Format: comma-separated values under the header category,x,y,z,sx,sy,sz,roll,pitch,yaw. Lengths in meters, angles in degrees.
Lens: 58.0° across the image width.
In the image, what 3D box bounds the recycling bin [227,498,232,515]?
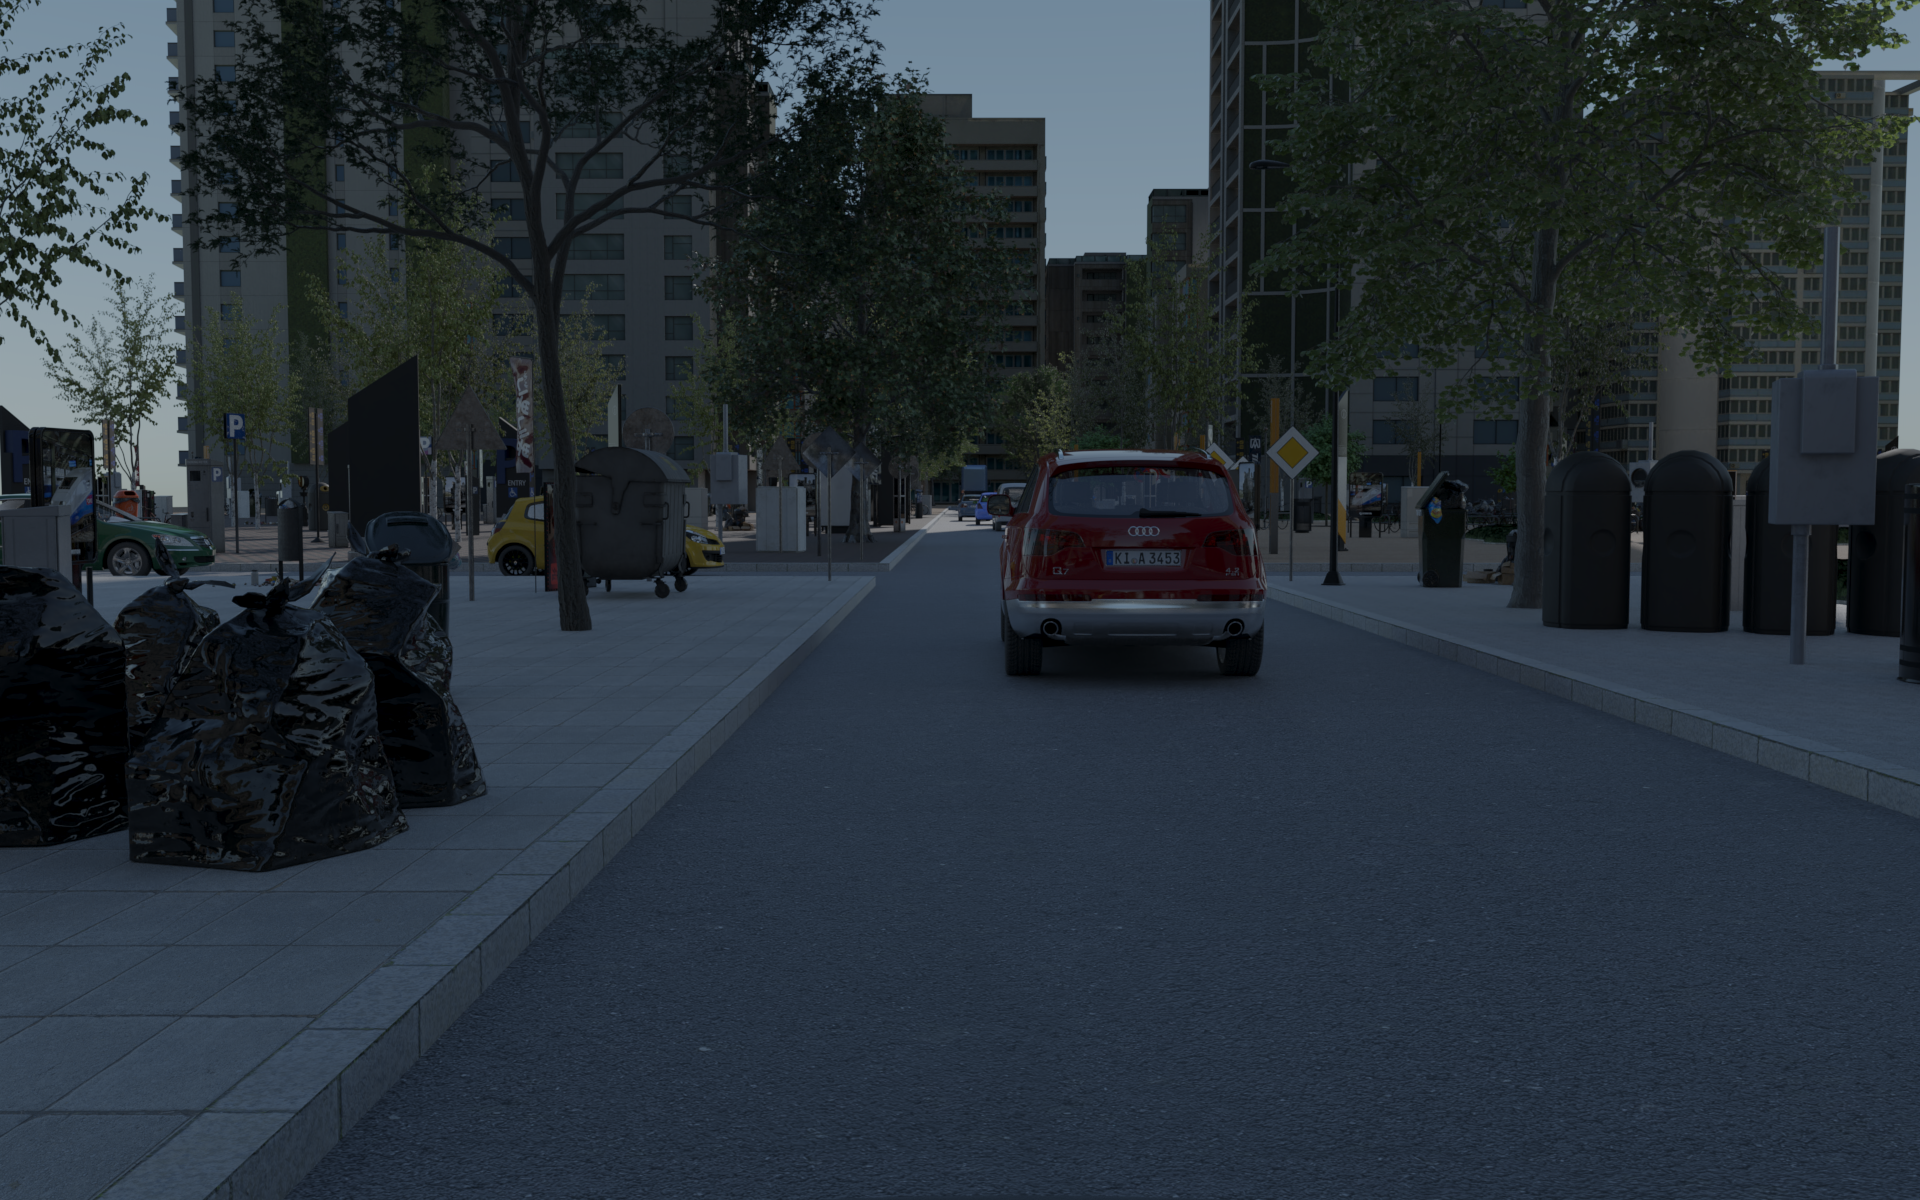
category,x,y,z,sx,sy,sz,roll,pitch,yaw
recycling bin,-44.449,-5.730,106.236,0.722,1.027,0.722,1,4,17

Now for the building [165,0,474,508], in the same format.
category,x,y,z,sx,sy,sz,roll,pitch,yaw
building,-57.240,-37.947,162.435,28.212,58.520,21.231,0,4,0

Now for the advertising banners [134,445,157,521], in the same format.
category,x,y,z,sx,sy,sz,roll,pitch,yaw
advertising banners,-29.666,-4.088,63.020,0.090,3.025,2.074,0,4,-7

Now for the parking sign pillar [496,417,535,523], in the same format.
category,x,y,z,sx,sy,sz,roll,pitch,yaw
parking sign pillar,-15.527,-4.404,60.477,1.447,3.967,1.447,1,4,15

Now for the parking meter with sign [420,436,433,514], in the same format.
category,x,y,z,sx,sy,sz,roll,pitch,yaw
parking meter with sign,-16.548,-3.396,51.793,0.543,3.016,1.738,2,4,26

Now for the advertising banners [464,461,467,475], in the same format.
category,x,y,z,sx,sy,sz,roll,pitch,yaw
advertising banners,-25.705,-5.815,91.265,0.090,3.025,2.074,-3,4,-36

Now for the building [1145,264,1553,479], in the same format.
category,x,y,z,sx,sy,sz,roll,pitch,yaw
building,30.798,-18.316,144.503,27.650,21.520,28.899,0,4,0

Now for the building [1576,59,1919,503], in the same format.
category,x,y,z,sx,sy,sz,roll,pitch,yaw
building,68.799,-28.477,157.480,23.993,40.220,32.217,0,4,0

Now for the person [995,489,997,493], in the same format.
category,x,y,z,sx,sy,sz,roll,pitch,yaw
person,2.395,-6.896,121.697,0.683,1.767,0.568,-2,4,-28

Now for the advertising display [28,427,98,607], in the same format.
category,x,y,z,sx,sy,sz,roll,pitch,yaw
advertising display,-8.793,-0.722,17.018,0.123,1.923,0.974,0,4,2

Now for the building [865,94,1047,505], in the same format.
category,x,y,z,sx,sy,sz,roll,pitch,yaw
building,-0.533,-36.066,213.374,21.600,48.544,21.300,0,4,0

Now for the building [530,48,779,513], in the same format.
category,x,y,z,sx,sy,sz,roll,pitch,yaw
building,-19.921,-21.061,116.043,14.160,30.474,14.107,0,4,0

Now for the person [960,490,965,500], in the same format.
category,x,y,z,sx,sy,sz,roll,pitch,yaw
person,0.170,-7.703,134.993,0.434,1.755,0.990,1,4,16

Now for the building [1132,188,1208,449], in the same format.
category,x,y,z,sx,sy,sz,roll,pitch,yaw
building,24.640,-24.120,166.057,14.160,30.474,14.107,0,4,0

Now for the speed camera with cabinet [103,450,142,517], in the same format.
category,x,y,z,sx,sy,sz,roll,pitch,yaw
speed camera with cabinet,-35.360,-4.811,72.996,0.660,3.252,2.038,0,4,7

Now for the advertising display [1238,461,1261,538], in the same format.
category,x,y,z,sx,sy,sz,roll,pitch,yaw
advertising display,5.755,-1.792,34.514,0.123,1.923,0.974,-1,4,-11

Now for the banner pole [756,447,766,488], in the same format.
category,x,y,z,sx,sy,sz,roll,pitch,yaw
banner pole,-9.353,-5.620,81.901,0.401,3.779,0.863,2,4,33

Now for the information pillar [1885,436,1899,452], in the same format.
category,x,y,z,sx,sy,sz,roll,pitch,yaw
information pillar,37.178,-4.758,69.153,0.504,3.616,0.183,2,4,27

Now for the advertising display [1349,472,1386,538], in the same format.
category,x,y,z,sx,sy,sz,roll,pitch,yaw
advertising display,11.932,-2.796,50.930,0.974,1.923,0.123,2,4,23

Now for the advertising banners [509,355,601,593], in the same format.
category,x,y,z,sx,sy,sz,roll,pitch,yaw
advertising banners,-5.341,-1.633,22.891,0.090,3.025,2.074,1,4,20

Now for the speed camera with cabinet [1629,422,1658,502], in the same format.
category,x,y,z,sx,sy,sz,roll,pitch,yaw
speed camera with cabinet,18.494,-3.296,48.220,0.660,3.252,2.038,-2,4,-31

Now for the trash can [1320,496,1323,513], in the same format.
category,x,y,z,sx,sy,sz,roll,pitch,yaw
trash can,21.708,-5.738,105.471,0.748,1.137,0.748,0,3,0

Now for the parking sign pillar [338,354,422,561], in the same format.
category,x,y,z,sx,sy,sz,roll,pitch,yaw
parking sign pillar,-11.091,-2.748,33.407,1.447,3.967,1.447,-1,4,-15

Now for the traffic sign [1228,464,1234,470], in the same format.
category,x,y,z,sx,sy,sz,roll,pitch,yaw
traffic sign,8.905,-3.410,57.878,0.606,2.300,0.079,0,4,5

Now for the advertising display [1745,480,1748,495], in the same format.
category,x,y,z,sx,sy,sz,roll,pitch,yaw
advertising display,36.807,-4.574,79.996,0.974,1.923,0.123,2,4,30

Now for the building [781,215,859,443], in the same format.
category,x,y,z,sx,sy,sz,roll,pitch,yaw
building,-23.318,-32.233,218.894,23.993,40.220,32.217,0,4,0

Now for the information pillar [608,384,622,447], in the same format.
category,x,y,z,sx,sy,sz,roll,pitch,yaw
information pillar,-7.372,-2.797,37.089,0.183,3.616,0.504,-3,4,-38

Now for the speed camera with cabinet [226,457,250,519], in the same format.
category,x,y,z,sx,sy,sz,roll,pitch,yaw
speed camera with cabinet,-38.211,-5.952,91.658,0.660,3.252,2.038,-3,4,-39

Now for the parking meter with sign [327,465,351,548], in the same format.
category,x,y,z,sx,sy,sz,roll,pitch,yaw
parking meter with sign,-14.442,-2.797,41.999,0.543,3.016,1.738,3,5,42

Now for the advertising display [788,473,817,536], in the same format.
category,x,y,z,sx,sy,sz,roll,pitch,yaw
advertising display,-4.781,-2.907,52.739,0.974,1.923,0.123,2,4,24

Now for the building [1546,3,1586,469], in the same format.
category,x,y,z,sx,sy,sz,roll,pitch,yaw
building,46.014,-32.923,161.996,21.600,48.544,21.300,0,4,0

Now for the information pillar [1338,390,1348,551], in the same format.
category,x,y,z,sx,sy,sz,roll,pitch,yaw
information pillar,8.484,-2.895,38.694,0.183,3.616,0.504,3,5,45

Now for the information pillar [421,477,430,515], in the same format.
category,x,y,z,sx,sy,sz,roll,pitch,yaw
information pillar,-22.945,-4.278,74.432,0.304,2.012,0.304,-2,4,-30

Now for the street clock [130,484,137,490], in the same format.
category,x,y,z,sx,sy,sz,roll,pitch,yaw
street clock,-49.004,-6.005,102.750,0.358,2.002,0.471,-3,5,-42

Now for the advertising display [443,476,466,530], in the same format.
category,x,y,z,sx,sy,sz,roll,pitch,yaw
advertising display,-18.131,-3.495,62.361,0.974,1.923,0.123,-3,5,-43

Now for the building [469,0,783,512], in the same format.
category,x,y,z,sx,sy,sz,roll,pitch,yaw
building,-24.371,-42.440,132.138,20.563,71.187,20.611,0,4,0

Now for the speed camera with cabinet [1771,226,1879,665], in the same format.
category,x,y,z,sx,sy,sz,roll,pitch,yaw
speed camera with cabinet,7.171,-1.134,12.877,2.038,3.252,0.660,1,4,19

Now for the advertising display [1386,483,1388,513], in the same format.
category,x,y,z,sx,sy,sz,roll,pitch,yaw
advertising display,24.168,-5.745,99.152,0.123,1.923,0.974,-1,4,-19

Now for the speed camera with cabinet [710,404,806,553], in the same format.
category,x,y,z,sx,sy,sz,roll,pitch,yaw
speed camera with cabinet,-4.455,-2.686,38.259,2.038,3.252,0.660,1,4,14

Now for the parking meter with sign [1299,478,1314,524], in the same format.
category,x,y,z,sx,sy,sz,roll,pitch,yaw
parking meter with sign,15.116,-4.847,75.508,0.543,3.016,1.738,0,4,-7

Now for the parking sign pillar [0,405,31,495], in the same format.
category,x,y,z,sx,sy,sz,roll,pitch,yaw
parking sign pillar,-28.729,-3.955,53.130,1.447,3.967,1.447,1,4,19

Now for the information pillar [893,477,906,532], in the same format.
category,x,y,z,sx,sy,sz,roll,pitch,yaw
information pillar,-2.039,-3.291,58.306,0.304,2.012,0.304,-3,5,-41

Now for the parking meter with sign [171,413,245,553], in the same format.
category,x,y,z,sx,sy,sz,roll,pitch,yaw
parking meter with sign,-16.459,-2.540,37.784,1.738,3.016,0.543,1,4,20

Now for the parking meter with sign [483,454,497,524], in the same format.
category,x,y,z,sx,sy,sz,roll,pitch,yaw
parking meter with sign,-20.088,-4.802,74.767,0.543,3.016,1.738,-3,5,-41

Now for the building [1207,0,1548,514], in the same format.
category,x,y,z,sx,sy,sz,roll,pitch,yaw
building,26.457,-41.567,117.880,20.563,71.187,20.611,0,4,0

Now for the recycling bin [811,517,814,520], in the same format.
category,x,y,z,sx,sy,sz,roll,pitch,yaw
recycling bin,-6.914,-4.454,85.377,0.722,1.027,0.722,2,4,34

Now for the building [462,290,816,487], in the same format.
category,x,y,z,sx,sy,sz,roll,pitch,yaw
building,-27.652,-19.295,160.506,28.899,21.520,27.650,0,4,0

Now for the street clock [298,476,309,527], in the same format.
category,x,y,z,sx,sy,sz,roll,pitch,yaw
street clock,-25.870,-3.898,68.306,0.471,2.002,0.358,3,5,41

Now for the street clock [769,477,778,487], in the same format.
category,x,y,z,sx,sy,sz,roll,pitch,yaw
street clock,-6.878,-3.622,63.783,0.358,2.002,0.471,-1,4,-20

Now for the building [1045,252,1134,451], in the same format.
category,x,y,z,sx,sy,sz,roll,pitch,yaw
building,17.323,-26.802,209.911,14.107,30.474,14.160,0,4,0

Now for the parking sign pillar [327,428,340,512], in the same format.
category,x,y,z,sx,sy,sz,roll,pitch,yaw
parking sign pillar,-18.536,-3.931,52.742,1.447,3.967,1.447,-1,4,-15

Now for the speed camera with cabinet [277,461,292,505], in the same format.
category,x,y,z,sx,sy,sz,roll,pitch,yaw
speed camera with cabinet,-40.995,-6.769,105.006,0.660,3.252,2.038,-2,4,-30

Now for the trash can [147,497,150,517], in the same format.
category,x,y,z,sx,sy,sz,roll,pitch,yaw
trash can,-38.780,-4.327,82.406,0.748,1.137,0.748,0,3,0

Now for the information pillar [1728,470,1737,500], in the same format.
category,x,y,z,sx,sy,sz,roll,pitch,yaw
information pillar,23.792,-3.002,53.579,0.304,2.012,0.304,0,4,0

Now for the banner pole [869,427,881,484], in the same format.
category,x,y,z,sx,sy,sz,roll,pitch,yaw
banner pole,-2.832,-3.960,54.758,0.863,3.779,0.401,-2,4,-35

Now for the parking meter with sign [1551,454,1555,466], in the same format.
category,x,y,z,sx,sy,sz,roll,pitch,yaw
parking meter with sign,25.591,-4.744,73.822,0.543,3.016,1.738,1,4,11

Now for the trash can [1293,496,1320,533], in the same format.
category,x,y,z,sx,sy,sz,roll,pitch,yaw
trash can,11.291,-2.781,57.118,0.748,1.137,0.748,0,3,0

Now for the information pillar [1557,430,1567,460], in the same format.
category,x,y,z,sx,sy,sz,roll,pitch,yaw
information pillar,21.944,-4.399,63.272,0.504,3.616,0.183,-2,4,-34

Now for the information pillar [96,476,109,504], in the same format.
category,x,y,z,sx,sy,sz,roll,pitch,yaw
information pillar,-35.183,-4.077,71.147,0.304,2.012,0.304,1,4,18
